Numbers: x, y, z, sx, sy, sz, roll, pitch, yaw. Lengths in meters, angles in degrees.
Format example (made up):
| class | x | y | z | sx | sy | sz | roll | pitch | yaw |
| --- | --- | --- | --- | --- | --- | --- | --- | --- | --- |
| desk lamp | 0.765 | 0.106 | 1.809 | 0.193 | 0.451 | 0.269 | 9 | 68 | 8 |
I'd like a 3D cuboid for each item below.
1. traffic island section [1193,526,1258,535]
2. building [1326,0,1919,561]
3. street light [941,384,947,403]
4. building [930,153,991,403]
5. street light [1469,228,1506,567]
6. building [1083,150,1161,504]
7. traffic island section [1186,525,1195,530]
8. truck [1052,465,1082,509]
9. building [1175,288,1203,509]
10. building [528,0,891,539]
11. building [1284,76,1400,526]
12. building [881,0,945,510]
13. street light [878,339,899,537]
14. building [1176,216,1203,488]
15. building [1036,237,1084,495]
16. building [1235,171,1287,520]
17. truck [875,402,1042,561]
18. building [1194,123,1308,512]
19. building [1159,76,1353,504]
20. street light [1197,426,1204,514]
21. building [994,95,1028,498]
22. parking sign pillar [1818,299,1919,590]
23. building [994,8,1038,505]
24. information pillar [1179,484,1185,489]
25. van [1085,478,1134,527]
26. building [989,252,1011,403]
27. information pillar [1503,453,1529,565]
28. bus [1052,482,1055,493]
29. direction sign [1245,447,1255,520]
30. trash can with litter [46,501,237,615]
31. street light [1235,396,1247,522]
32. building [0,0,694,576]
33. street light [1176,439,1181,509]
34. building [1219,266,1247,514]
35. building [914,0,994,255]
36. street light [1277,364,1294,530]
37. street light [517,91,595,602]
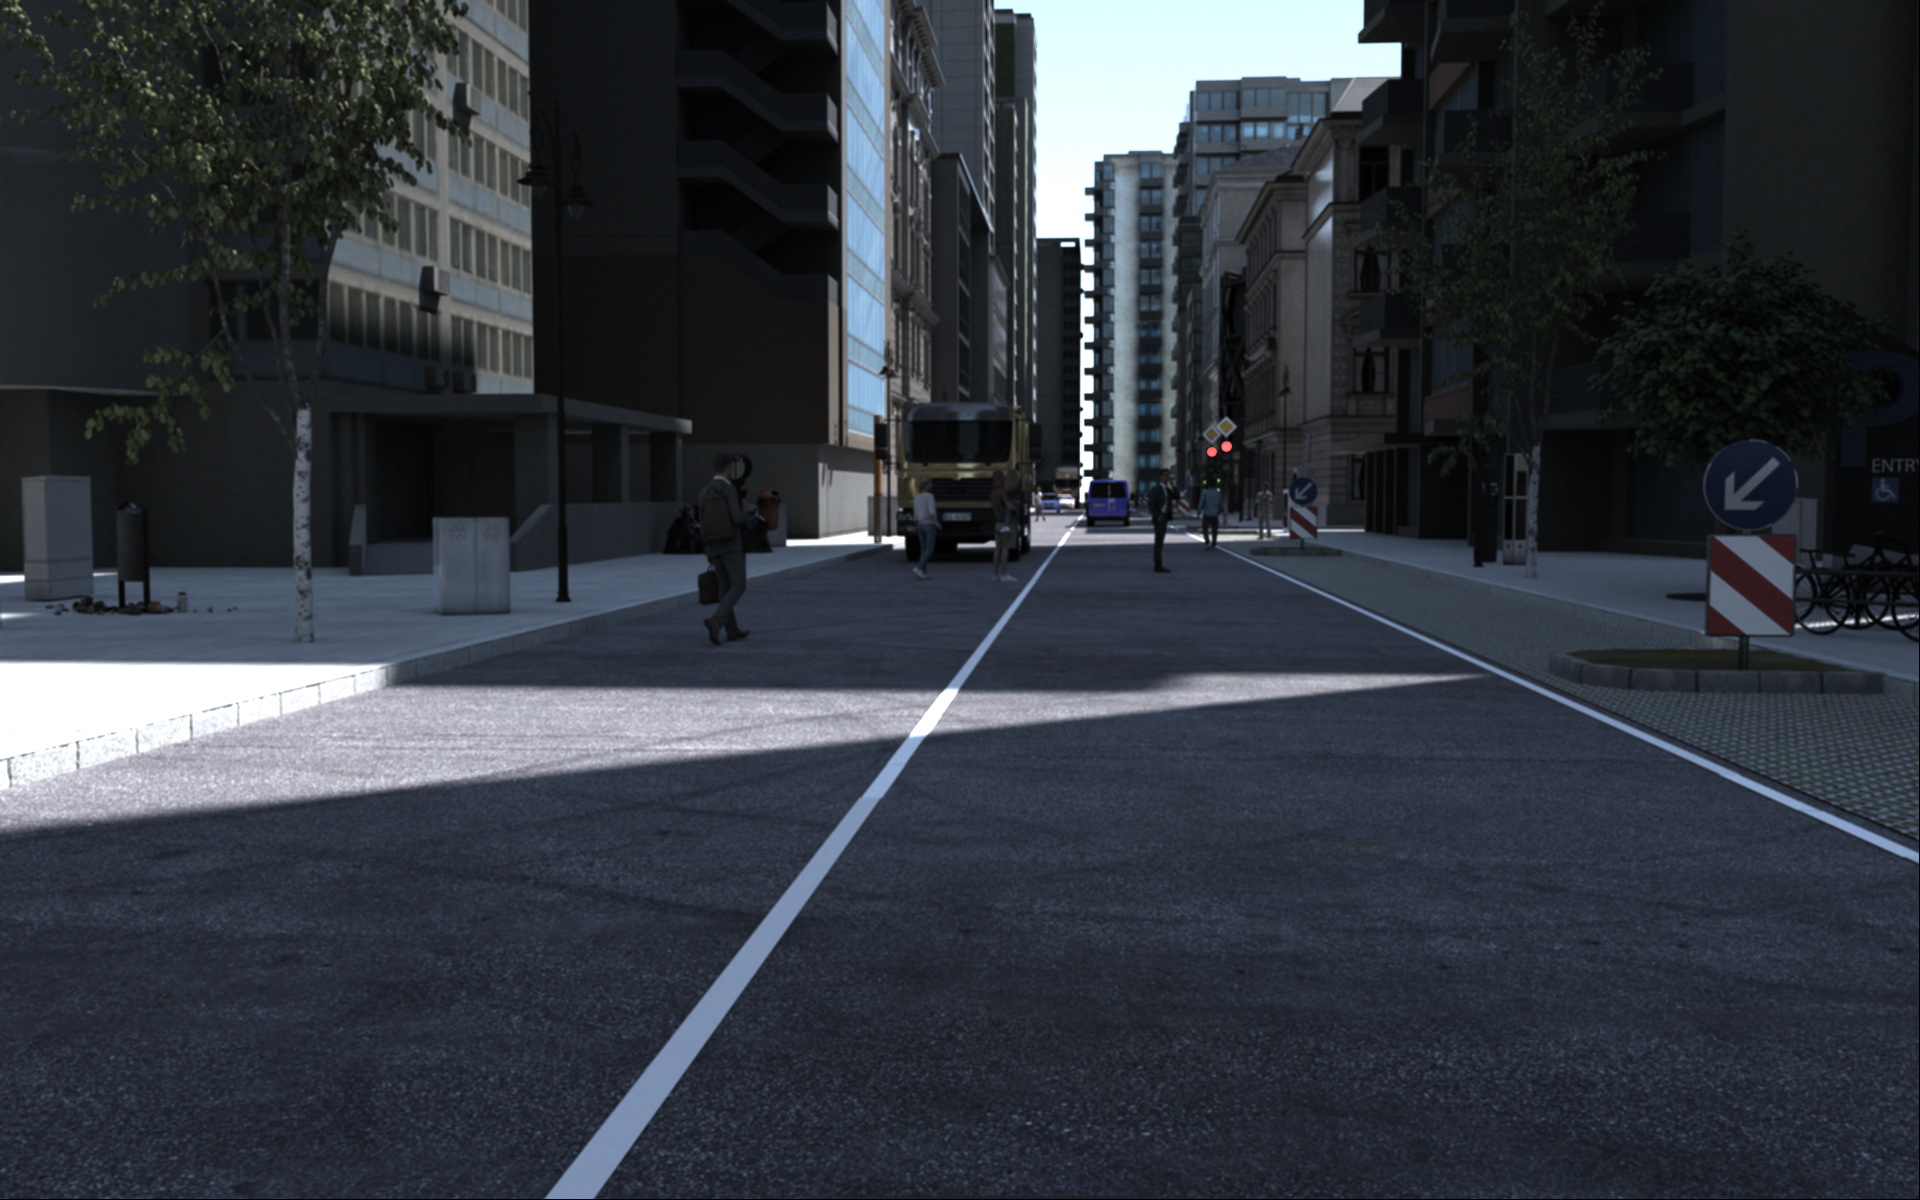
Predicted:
| class | x | y | z | sx | sy | sz | roll | pitch | yaw |
| --- | --- | --- | --- | --- | --- | --- | --- | --- | --- |
| traffic island section | 9.569 | -2.450 | 62.340 | 2.009 | 0.180 | 2.903 | 0 | 4 | 5 |
| building | 22.465 | -23.864 | 44.793 | 22.147 | 44.769 | 28.867 | 0 | 4 | 5 |
| street light | -0.615 | -6.024 | 71.275 | 0.468 | 5.910 | 1.993 | 0 | 4 | 5 |
| building | -6.014 | -17.846 | 110.853 | 14.314 | 24.678 | 30.058 | 0 | 4 | 5 |
| street light | 9.143 | -3.521 | 30.360 | 0.468 | 5.910 | 1.993 | 0 | 4 | 5 |
| building | 32.456 | -37.944 | 239.995 | 30.456 | 49.044 | 23.786 | 0 | 4 | 5 |
| traffic island section | 10.205 | -2.937 | 70.300 | 2.009 | 0.180 | 2.903 | 0 | 4 | 5 |
| truck | 10.495 | -11.008 | 168.889 | 2.839 | 4.237 | 11.283 | 0 | 4 | 4 |
| building | 34.381 | -19.209 | 159.105 | 27.650 | 21.520 | 28.899 | 0 | 4 | 5 |
| building | -10.113 | -24.783 | 55.308 | 14.200 | 45.320 | 14.600 | 0 | 4 | 5 |
| building | 24.361 | -12.808 | 74.039 | 19.286 | 19.102 | 10.561 | 0 | 4 | 5 |
| building | -8.573 | -18.117 | 83.610 | 14.401 | 28.519 | 23.554 | 0 | 4 | 5 |
| street light | -2.131 | -4.834 | 51.829 | 0.468 | 5.910 | 1.993 | 0 | 4 | 5 |
| building | 29.714 | -25.055 | 181.349 | 14.160 | 30.474 | 14.107 | 0 | 4 | 5 |
| building | 5.529 | -33.896 | 246.074 | 23.993 | 40.220 | 32.217 | 0 | 4 | 5 |
| building | 20.721 | -13.952 | 92.743 | 10.561 | 19.102 | 19.286 | 0 | 4 | 5 |
| truck | 0.229 | -2.667 | 39.536 | 3.469 | 3.379 | 9.791 | 0 | 4 | 4 |
| building | 25.551 | -21.304 | 134.228 | 13.634 | 28.700 | 20.117 | 0 | 4 | 5 |
| building | 36.258 | -35.655 | 202.572 | 23.786 | 49.044 | 30.456 | 0 | 4 | 5 |
| street light | 15.635 | -8.547 | 112.534 | 0.468 | 5.910 | 1.993 | 0 | 4 | 5 |
| building | -0.561 | -29.975 | 173.684 | 14.154 | 41.232 | 14.086 | 0 | 4 | 5 |
| parking sign pillar | 12.625 | -2.157 | 23.736 | 1.447 | 3.967 | 1.447 | 1 | 4 | 10 |
| building | -4.853 | -40.909 | 210.857 | 28.212 | 58.520 | 21.231 | 0 | 4 | 5 |
| information pillar | 16.247 | -7.486 | 126.883 | 0.304 | 2.012 | 0.304 | -1 | 4 | -18 |
| van | 6.633 | -4.449 | 77.131 | 2.240 | 2.365 | 5.245 | 0 | 4 | 6 |
| building | -1.430 | -17.478 | 134.915 | 9.793 | 20.994 | 18.267 | 0 | 4 | 5 |
| information pillar | 10.041 | -1.640 | 31.299 | 0.304 | 2.012 | 0.304 | -1 | 4 | -21 |
| bus | 12.156 | -12.365 | 197.035 | 2.948 | 3.499 | 13.247 | 0 | 4 | 5 |
| direction sign | 14.147 | -5.662 | 84.574 | 0.379 | 3.537 | 0.876 | -1 | 4 | -20 |
| trash can with litter | -9.201 | -0.488 | 19.041 | 2.233 | 1.210 | 1.678 | 2 | 4 | 35 |
| street light | 13.057 | -6.582 | 80.409 | 0.468 | 5.910 | 1.993 | 0 | 4 | 5 |
| building | -22.792 | -21.011 | 35.415 | 32.217 | 40.220 | 23.993 | 0 | 4 | 5 |
| street light | 18.170 | -10.477 | 144.084 | 0.468 | 5.910 | 1.993 | 0 | 4 | 5 |
| building | 25.813 | -15.203 | 116.022 | 16.820 | 18.784 | 16.811 | 0 | 4 | 5 |
| building | -5.164 | -43.885 | 155.765 | 20.563 | 71.187 | 20.611 | 0 | 4 | 5 |
| street light | 11.575 | -5.438 | 61.701 | 0.468 | 5.910 | 1.993 | 0 | 4 | 5 |
| street light | -4.725 | -2.916 | 20.457 | 0.468 | 5.910 | 1.993 | 0 | 4 | 5 |
